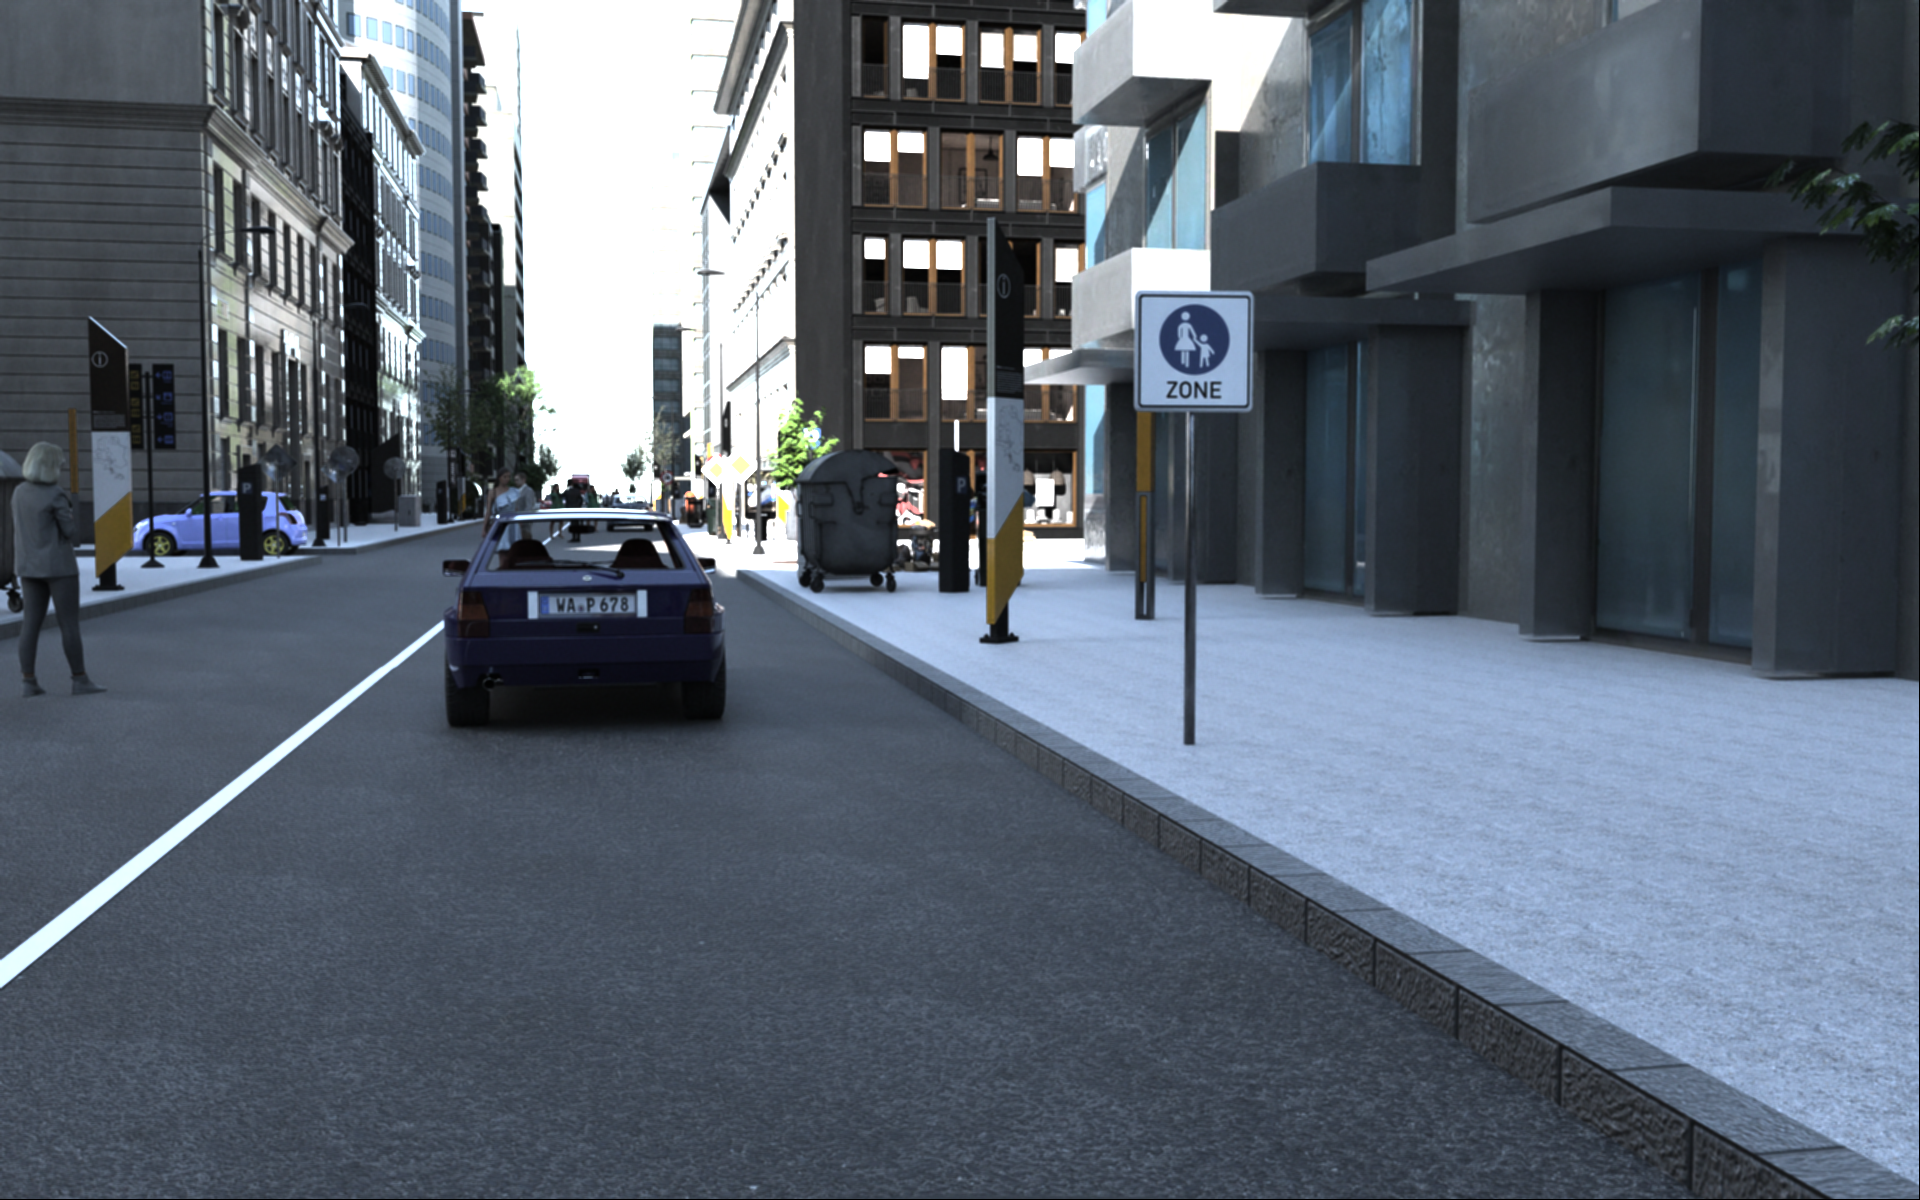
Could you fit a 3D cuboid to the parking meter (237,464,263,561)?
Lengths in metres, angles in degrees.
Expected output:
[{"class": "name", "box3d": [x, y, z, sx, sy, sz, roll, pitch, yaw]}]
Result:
[{"class": "parking meter", "box3d": [-13.737, -1.700, 33.504, 0.399, 1.863, 0.255, 0, 4, 5]}]

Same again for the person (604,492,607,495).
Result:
[{"class": "person", "box3d": [-54.641, -15.809, 266.960, 1.348, 1.826, 0.705, 0, 4, 8]}]

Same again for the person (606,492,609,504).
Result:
[{"class": "person", "box3d": [-43.961, -12.622, 215.580, 0.721, 1.736, 1.217, 0, 4, -2]}]

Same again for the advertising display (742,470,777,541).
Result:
[{"class": "advertising display", "box3d": [-5.435, -2.569, 47.210, 0.974, 1.923, 0.123, -3, 5, -40]}]

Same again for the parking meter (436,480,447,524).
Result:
[{"class": "parking meter", "box3d": [-22.118, -4.172, 73.922, 0.399, 1.863, 0.255, 1, 4, 19]}]

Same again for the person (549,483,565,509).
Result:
[{"class": "person", "box3d": [-12.964, -2.869, 55.663, 0.529, 1.795, 0.600, 2, 4, 34]}]

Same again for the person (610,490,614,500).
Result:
[{"class": "person", "box3d": [-29.109, -8.344, 145.639, 0.721, 1.735, 1.217, 2, 4, 23]}]

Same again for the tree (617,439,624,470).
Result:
[{"class": "tree", "box3d": [-40.540, -16.182, 214.940, 4.360, 8.622, 3.978, 0, 3, 0]}]

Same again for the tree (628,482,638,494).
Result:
[{"class": "tree", "box3d": [-47.097, -15.530, 248.523, 1.663, 3.219, 1.824, 0, 3, 0]}]

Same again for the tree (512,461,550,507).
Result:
[{"class": "tree", "box3d": [-43.694, -11.865, 177.712, 4.285, 4.588, 4.351, 0, 3, 0]}]

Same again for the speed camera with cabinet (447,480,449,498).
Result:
[{"class": "speed camera with cabinet", "box3d": [-31.846, -7.096, 110.352, 2.038, 3.252, 0.660, -3, 5, -44]}]

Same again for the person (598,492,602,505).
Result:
[{"class": "person", "box3d": [-49.072, -13.847, 235.609, 1.217, 1.736, 0.721, 3, 4, 36]}]

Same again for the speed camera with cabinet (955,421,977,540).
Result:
[{"class": "speed camera with cabinet", "box3d": [0.495, -3.226, 47.087, 2.038, 3.252, 0.660, -1, 4, -20]}]

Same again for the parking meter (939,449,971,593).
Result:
[{"class": "parking meter", "box3d": [-0.069, -1.036, 22.645, 0.255, 1.863, 0.399, 3, 5, 40]}]

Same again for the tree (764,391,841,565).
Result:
[{"class": "tree", "box3d": [-3.061, -2.275, 31.795, 1.663, 3.219, 1.824, 0, 3, 0]}]

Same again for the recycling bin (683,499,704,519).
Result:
[{"class": "recycling bin", "box3d": [-13.814, -4.752, 90.244, 0.722, 1.027, 0.722, 1, 4, 14]}]

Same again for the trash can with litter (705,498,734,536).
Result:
[{"class": "trash can with litter", "box3d": [-7.246, -2.518, 52.551, 0.624, 1.170, 1.055, -3, 5, -44]}]

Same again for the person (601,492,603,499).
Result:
[{"class": "person", "box3d": [-53.883, -15.345, 259.925, 0.750, 1.759, 0.617, 2, 4, 28]}]

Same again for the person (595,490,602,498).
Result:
[{"class": "person", "box3d": [-36.129, -9.999, 171.990, 1.348, 1.824, 0.705, 0, 4, 7]}]

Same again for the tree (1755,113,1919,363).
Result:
[{"class": "tree", "box3d": [3.136, -0.585, 4.166, 1.663, 3.219, 1.824, 0, 3, 0]}]

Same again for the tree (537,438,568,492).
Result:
[{"class": "tree", "box3d": [-53.399, -16.904, 226.749, 4.737, 8.622, 4.395, 0, 3, 0]}]

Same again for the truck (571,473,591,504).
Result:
[{"class": "truck", "box3d": [-51.867, -15.171, 236.963, 2.839, 4.237, 11.283, -1, 4, -11]}]

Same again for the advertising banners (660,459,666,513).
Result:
[{"class": "advertising banners", "box3d": [-14.532, -5.426, 84.909, 0.090, 3.025, 2.074, 0, 4, -3]}]

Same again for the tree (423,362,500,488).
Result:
[{"class": "tree", "box3d": [-27.709, -8.877, 95.507, 4.737, 8.622, 4.395, 0, 3, 0]}]

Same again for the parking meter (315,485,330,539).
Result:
[{"class": "parking meter", "box3d": [-18.126, -2.497, 49.232, 0.372, 1.533, 0.369, 0, 3, 0]}]

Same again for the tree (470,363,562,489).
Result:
[{"class": "tree", "box3d": [-35.104, -12.916, 136.935, 9.928, 11.665, 9.643, 0, 3, 0]}]

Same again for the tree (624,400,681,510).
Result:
[{"class": "tree", "box3d": [-23.776, -11.268, 134.600, 4.360, 8.622, 3.978, 0, 3, 0]}]

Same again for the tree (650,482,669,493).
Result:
[{"class": "tree", "box3d": [-24.589, -8.944, 140.833, 1.663, 3.219, 1.824, 0, 3, 0]}]

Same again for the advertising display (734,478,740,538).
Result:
[{"class": "advertising display", "box3d": [-6.566, -2.820, 51.326, 0.123, 1.923, 0.974, -1, 4, -14]}]

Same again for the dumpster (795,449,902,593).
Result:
[{"class": "dumpster", "box3d": [-1.493, -1.068, 23.220, 1.264, 1.857, 1.865, -1, 4, -11]}]

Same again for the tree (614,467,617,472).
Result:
[{"class": "tree", "box3d": [-48.697, -18.647, 255.232, 4.737, 8.622, 4.395, 0, 3, 0]}]

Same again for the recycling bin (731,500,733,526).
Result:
[{"class": "recycling bin", "box3d": [-9.483, -3.428, 68.605, 0.722, 1.027, 0.722, 3, 5, 43]}]

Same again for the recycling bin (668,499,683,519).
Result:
[{"class": "recycling bin", "box3d": [-15.070, -4.913, 92.888, 0.722, 1.027, 0.722, 0, 4, 8]}]

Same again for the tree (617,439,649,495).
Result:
[{"class": "tree", "box3d": [-43.516, -17.334, 233.778, 4.737, 8.622, 4.395, 0, 3, 0]}]

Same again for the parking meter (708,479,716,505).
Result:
[{"class": "parking meter", "box3d": [-8.268, -3.213, 58.248, 0.399, 1.863, 0.255, 3, 5, 41]}]

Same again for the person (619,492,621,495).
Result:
[{"class": "person", "box3d": [-44.245, -13.178, 224.756, 0.445, 1.727, 0.742, -2, 4, -30]}]

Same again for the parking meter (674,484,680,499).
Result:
[{"class": "parking meter", "box3d": [-17.010, -6.006, 103.912, 0.399, 1.863, 0.255, -1, 4, -13]}]

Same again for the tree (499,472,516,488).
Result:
[{"class": "tree", "box3d": [-34.513, -8.367, 131.409, 1.663, 3.219, 1.824, 0, 3, 0]}]

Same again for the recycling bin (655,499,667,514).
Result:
[{"class": "recycling bin", "box3d": [-16.643, -5.164, 96.978, 0.722, 1.027, 0.722, 0, 4, 7]}]

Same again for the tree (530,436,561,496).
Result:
[{"class": "tree", "box3d": [-51.960, -16.312, 217.067, 4.360, 8.622, 3.978, 0, 3, 0]}]

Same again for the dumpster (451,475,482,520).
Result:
[{"class": "dumpster", "box3d": [-24.823, -5.161, 86.868, 1.502, 2.255, 1.985, -1, 4, -12]}]

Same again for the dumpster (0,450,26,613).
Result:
[{"class": "dumpster", "box3d": [-10.579, -0.744, 17.925, 1.264, 1.857, 1.865, -1, 4, -12]}]
